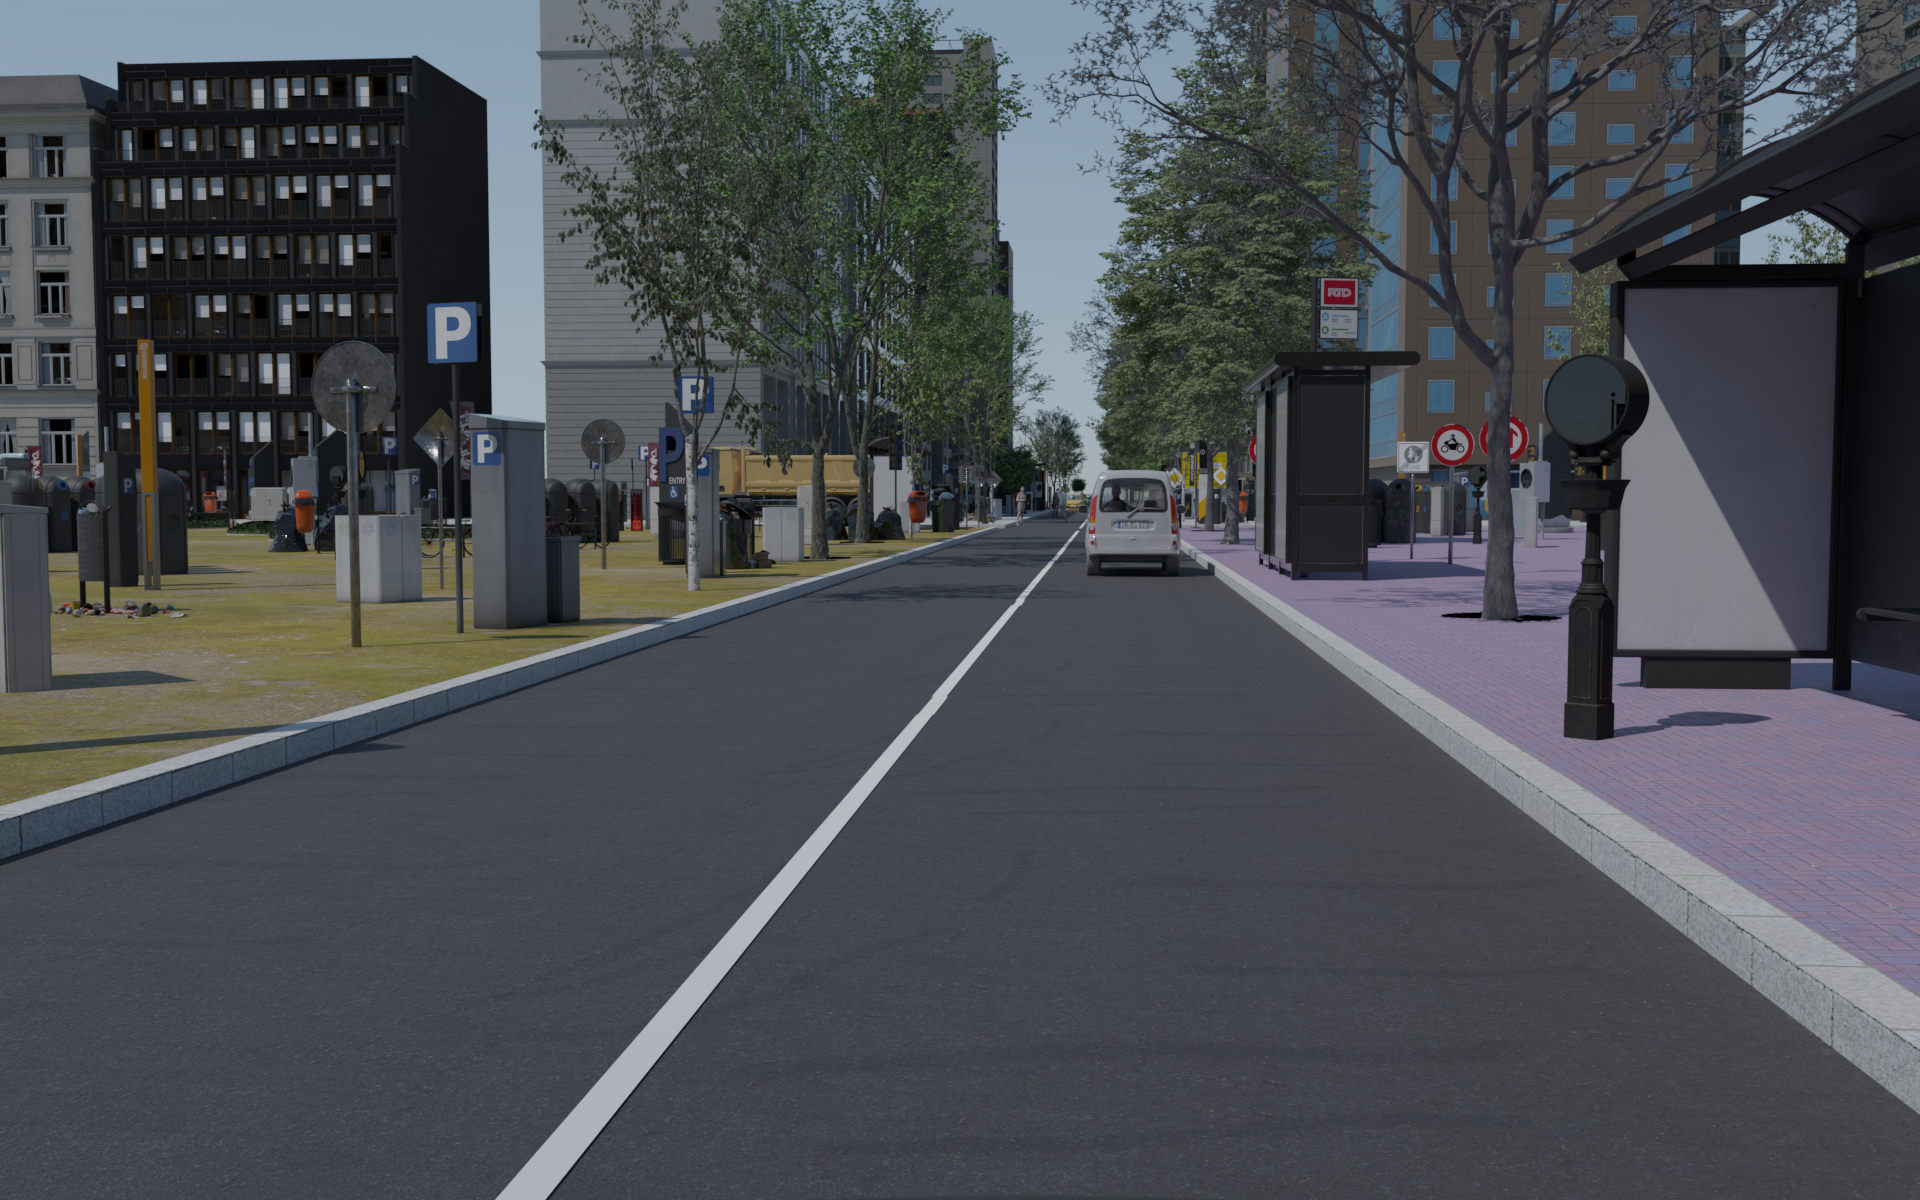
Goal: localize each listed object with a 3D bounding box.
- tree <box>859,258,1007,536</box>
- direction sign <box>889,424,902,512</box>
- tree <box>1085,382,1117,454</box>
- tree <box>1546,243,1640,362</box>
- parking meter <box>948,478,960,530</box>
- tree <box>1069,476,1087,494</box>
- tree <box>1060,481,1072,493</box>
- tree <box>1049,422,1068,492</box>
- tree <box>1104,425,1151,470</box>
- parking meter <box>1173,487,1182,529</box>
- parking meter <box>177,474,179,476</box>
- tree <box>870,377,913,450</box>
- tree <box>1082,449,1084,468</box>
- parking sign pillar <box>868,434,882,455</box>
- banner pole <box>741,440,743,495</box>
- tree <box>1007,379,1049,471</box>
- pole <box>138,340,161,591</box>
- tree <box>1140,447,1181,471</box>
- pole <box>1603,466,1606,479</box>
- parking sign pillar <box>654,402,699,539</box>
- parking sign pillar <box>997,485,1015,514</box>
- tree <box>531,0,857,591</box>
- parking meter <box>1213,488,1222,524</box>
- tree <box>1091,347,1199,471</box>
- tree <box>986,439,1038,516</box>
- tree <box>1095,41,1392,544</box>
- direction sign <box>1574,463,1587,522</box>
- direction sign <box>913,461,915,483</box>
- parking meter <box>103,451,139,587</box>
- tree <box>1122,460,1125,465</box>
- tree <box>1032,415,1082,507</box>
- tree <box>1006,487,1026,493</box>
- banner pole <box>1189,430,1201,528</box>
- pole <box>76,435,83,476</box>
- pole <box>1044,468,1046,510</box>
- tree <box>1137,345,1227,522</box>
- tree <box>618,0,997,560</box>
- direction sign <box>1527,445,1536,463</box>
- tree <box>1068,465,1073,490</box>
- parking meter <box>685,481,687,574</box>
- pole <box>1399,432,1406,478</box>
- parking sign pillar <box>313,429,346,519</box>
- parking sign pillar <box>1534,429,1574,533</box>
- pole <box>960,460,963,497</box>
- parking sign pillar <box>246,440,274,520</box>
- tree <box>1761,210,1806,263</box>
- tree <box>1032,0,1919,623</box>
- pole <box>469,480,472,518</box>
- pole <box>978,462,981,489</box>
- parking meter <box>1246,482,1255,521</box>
[{"bbox_3d":[-1.258,-6.296,53.300,4.737,8.622,4.395,0,3,0],"label":"tree"},{"bbox_3d":[-2.105,-3.958,56.715,0.379,3.537,0.876,2,4,25],"label":"direction sign"},{"bbox_3d":[27.194,-26.437,288.131,12.611,20.169,13.585,0,3,0],"label":"tree"},{"bbox_3d":[19.013,-6.113,50.315,4.737,8.622,4.395,0,3,0],"label":"tree"},{"bbox_3d":[-0.209,-3.423,61.670,0.255,1.863,0.399,3,5,42],"label":"parking meter"},{"bbox_3d":[20.750,-19.643,304.871,4.285,4.588,4.351,0,3,0],"label":"tree"},{"bbox_3d":[15.331,-15.582,249.368,1.663,3.219,1.824,0,3,0],"label":"tree"},{"bbox_3d":[7.624,-13.316,168.072,4.737,8.622,4.395,0,3,0],"label":"tree"},{"bbox_3d":[21.426,-16.669,206.946,8.767,10.594,7.601,-1,4,-12],"label":"tree"},{"bbox_3d":[8.049,-3.419,64.314,0.372,1.533,0.369,0,3,0],"label":"parking meter"},{"bbox_3d":[-23.347,-2.789,51.316,0.399,1.863,0.255,-1,4,-16],"label":"parking meter"},{"bbox_3d":[-4.766,-9.303,102.465,4.360,8.622,3.978,0,3,0],"label":"tree"},{"bbox_3d":[13.303,-16.236,215.816,4.360,8.622,3.978,0,3,0],"label":"tree"},{"bbox_3d":[-4.089,-5.458,77.706,1.447,3.967,1.447,1,4,16],"label":"parking sign pillar"},{"bbox_3d":[-10.092,-5.516,80.205,0.401,3.779,0.863,0,4,-4],"label":"banner pole"},{"bbox_3d":[1.543,-8.851,95.074,4.737,8.622,4.395,0,3,0],"label":"tree"},{"bbox_3d":[-10.773,-1.784,23.011,0.158,3.312,0.155,0,3,0],"label":"pole"},{"bbox_3d":[13.662,-8.079,115.806,4.285,4.588,4.351,0,3,0],"label":"tree"},{"bbox_3d":[20.351,-3.728,54.799,0.158,3.312,0.155,0,3,0],"label":"pole"},{"bbox_3d":[-8.189,-3.789,50.417,1.447,3.967,1.447,3,5,39],"label":"parking sign pillar"},{"bbox_3d":[3.119,-7.698,114.335,1.447,3.967,1.447,2,4,32],"label":"parking sign pillar"},{"bbox_3d":[-3.470,-4.413,22.515,4.360,8.622,3.978,0,3,0],"label":"tree"},{"bbox_3d":[10.878,-3.960,73.164,0.372,1.533,0.369,0,3,0],"label":"parking meter"},{"bbox_3d":[14.283,-13.620,129.339,9.857,13.997,8.962,0,3,0],"label":"tree"},{"bbox_3d":[3.084,-7.220,101.757,4.285,4.588,4.351,0,3,0],"label":"tree"},{"bbox_3d":[7.116,-7.718,44.315,7.486,12.596,7.792,0,3,0],"label":"tree"},{"bbox_3d":[28.201,-5.274,78.223,0.876,3.537,0.379,1,4,16],"label":"direction sign"},{"bbox_3d":[-3.333,-7.707,118.004,0.379,3.537,0.876,2,4,32],"label":"direction sign"},{"bbox_3d":[-11.601,-1.116,23.963,0.255,1.863,0.399,1,4,12],"label":"parking meter"},{"bbox_3d":[23.385,-17.237,232.184,4.737,8.622,4.395,0,3,0],"label":"tree"},{"bbox_3d":[8.331,-12.838,160.263,4.360,8.622,3.978,0,3,0],"label":"tree"},{"bbox_3d":[3.455,-7.053,109.919,1.663,3.219,1.824,0,3,0],"label":"tree"},{"bbox_3d":[8.873,-4.630,65.719,0.401,3.779,0.863,-1,4,-17],"label":"banner pole"},{"bbox_3d":[-30.255,-4.019,59.560,0.158,3.312,0.155,0,3,0],"label":"pole"},{"bbox_3d":[6.750,-8.812,137.921,0.158,3.312,0.155,0,3,0],"label":"pole"},{"bbox_3d":[10.448,-7.937,80.136,4.360,8.622,3.978,0,3,0],"label":"tree"},{"bbox_3d":[-2.656,-6.621,34.011,9.928,11.665,9.643,0,3,0],"label":"tree"},{"bbox_3d":[26.446,-5.345,79.389,0.876,3.537,0.379,1,4,19],"label":"direction sign"},{"bbox_3d":[13.909,-17.628,238.586,4.737,8.622,4.395,0,3,0],"label":"tree"},{"bbox_3d":[-4.250,-1.196,27.967,0.372,1.533,0.369,0,3,0],"label":"parking meter"},{"bbox_3d":[14.548,-3.864,57.025,0.158,3.312,0.155,0,3,0],"label":"pole"},{"bbox_3d":[-24.333,-4.785,66.709,1.447,3.967,1.447,2,4,30],"label":"parking sign pillar"},{"bbox_3d":[19.673,-4.224,57.529,1.447,3.967,1.447,-2,4,-26],"label":"parking sign pillar"},{"bbox_3d":[0.070,-6.693,103.269,0.158,3.312,0.155,0,3,0],"label":"pole"},{"bbox_3d":[-34.682,-5.962,85.950,1.447,3.967,1.447,1,4,23],"label":"parking sign pillar"},{"bbox_3d":[18.881,-5.387,38.440,4.737,8.622,4.395,0,3,0],"label":"tree"},{"bbox_3d":[5.397,-6.543,17.347,12.009,13.543,11.850,0,3,0],"label":"tree"},{"bbox_3d":[-26.689,-6.158,94.527,0.158,3.312,0.155,0,3,0],"label":"pole"},{"bbox_3d":[1.224,-7.059,109.265,0.158,3.312,0.155,0,3,0],"label":"pole"},{"bbox_3d":[13.855,-4.706,82.653,0.399,1.863,0.255,-3,4,-36],"label":"parking meter"}]
